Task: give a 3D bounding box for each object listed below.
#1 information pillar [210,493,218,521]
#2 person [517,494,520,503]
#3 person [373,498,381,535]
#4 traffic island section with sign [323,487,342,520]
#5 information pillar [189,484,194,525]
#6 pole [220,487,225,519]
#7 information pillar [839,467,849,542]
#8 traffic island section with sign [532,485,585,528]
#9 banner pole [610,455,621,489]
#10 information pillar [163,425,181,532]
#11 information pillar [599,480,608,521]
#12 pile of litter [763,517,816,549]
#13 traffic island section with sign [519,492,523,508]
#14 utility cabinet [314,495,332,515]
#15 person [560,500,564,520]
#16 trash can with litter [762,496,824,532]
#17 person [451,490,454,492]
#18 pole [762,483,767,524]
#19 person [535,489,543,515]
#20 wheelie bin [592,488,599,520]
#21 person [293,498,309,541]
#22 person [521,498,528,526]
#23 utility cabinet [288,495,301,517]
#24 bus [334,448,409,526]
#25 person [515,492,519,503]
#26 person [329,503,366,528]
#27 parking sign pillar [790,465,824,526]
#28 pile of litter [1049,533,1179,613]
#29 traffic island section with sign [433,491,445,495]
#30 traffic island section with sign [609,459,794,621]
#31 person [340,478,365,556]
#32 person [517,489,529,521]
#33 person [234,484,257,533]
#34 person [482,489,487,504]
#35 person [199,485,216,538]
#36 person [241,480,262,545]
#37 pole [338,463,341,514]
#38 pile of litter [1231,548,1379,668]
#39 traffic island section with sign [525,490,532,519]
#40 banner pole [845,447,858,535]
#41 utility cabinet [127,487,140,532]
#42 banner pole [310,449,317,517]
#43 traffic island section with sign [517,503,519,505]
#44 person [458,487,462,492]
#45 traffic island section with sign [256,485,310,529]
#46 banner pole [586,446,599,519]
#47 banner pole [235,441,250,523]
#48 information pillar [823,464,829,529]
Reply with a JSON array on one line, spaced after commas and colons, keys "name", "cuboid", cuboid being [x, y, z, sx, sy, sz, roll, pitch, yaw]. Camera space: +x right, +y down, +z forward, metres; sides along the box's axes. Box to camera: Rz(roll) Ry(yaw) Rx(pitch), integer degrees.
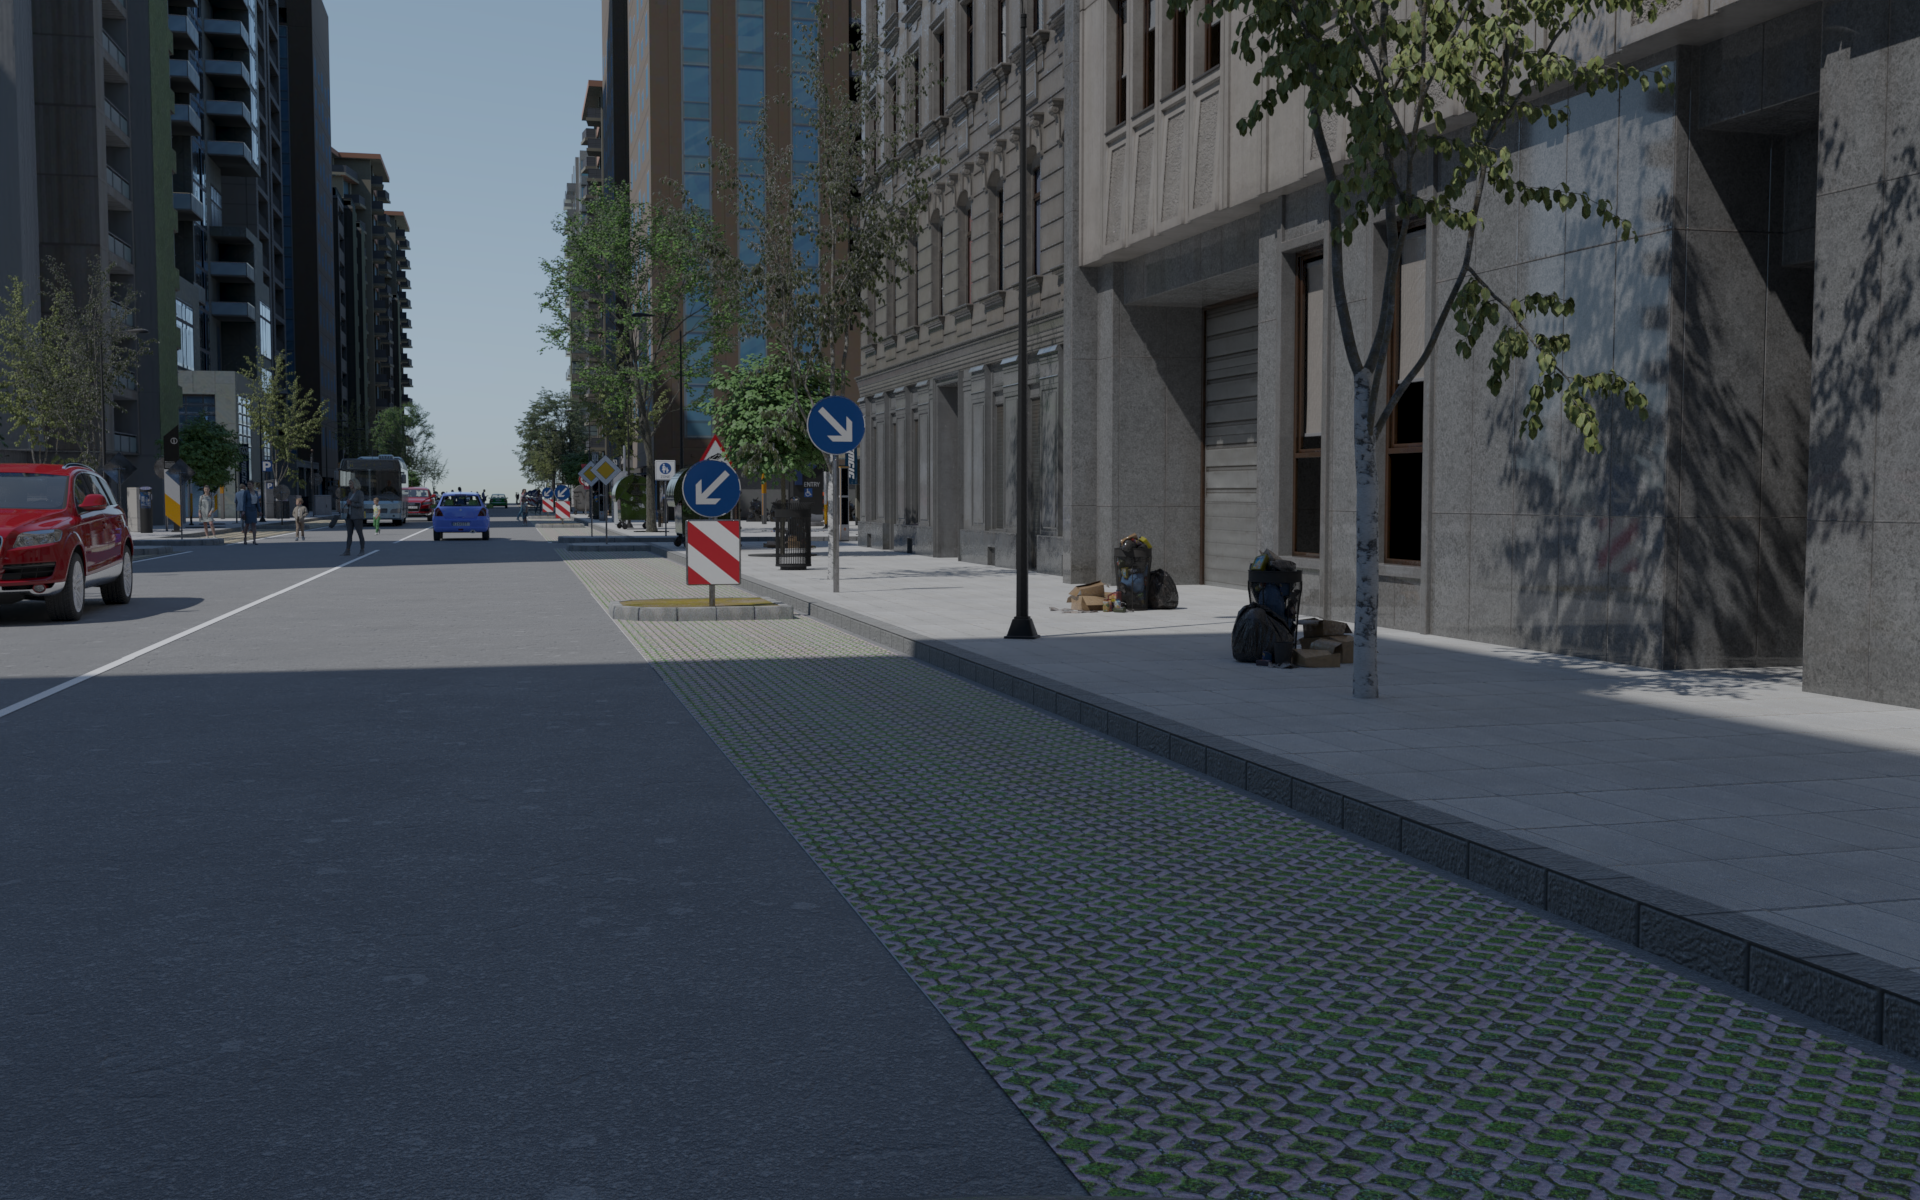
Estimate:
[{"name": "information pillar", "cuboid": [-35.899, -5.608, 83.038, 0.504, 3.616, 0.183, -3, 5, -44]}, {"name": "person", "cuboid": [-70.988, -16.444, 278.279, 0.530, 1.710, 0.541, -3, 5, -43]}, {"name": "person", "cuboid": [-20.395, -2.927, 60.611, 0.306, 1.304, 0.590, 0, 4, 2]}, {"name": "traffic island section with sign", "cuboid": [-34.741, -5.431, 97.418, 1.989, 1.847, 2.006, -1, 4, -15]}, {"name": "information pillar", "cuboid": [-31.582, -4.876, 71.078, 0.183, 3.616, 0.504, -2, 4, -29]}, {"name": "pole", "cuboid": [-37.646, -5.780, 88.347, 0.158, 3.312, 0.155, 0, 3, 0]}, {"name": "information pillar", "cuboid": [-3.199, -2.584, 46.734, 0.304, 2.012, 0.304, -3, 5, -42]}, {"name": "traffic island section with sign", "cuboid": [-17.038, -3.978, 73.668, 1.989, 1.847, 2.006, -1, 4, -15]}, {"name": "banner pole", "cuboid": [-20.753, -7.017, 104.742, 0.863, 3.779, 0.401, -1, 4, -11]}, {"name": "information pillar", "cuboid": [-26.470, -4.090, 58.228, 0.504, 3.616, 0.183, -1, 4, -22]}, {"name": "information pillar", "cuboid": [-17.142, -4.815, 83.219, 0.304, 2.012, 0.304, 2, 4, 24]}, {"name": "pile of litter", "cuboid": [-4.064, -1.672, 41.303, 1.176, 0.858, 1.719, -1, 4, -20]}, {"name": "traffic island section with sign", "cuboid": [-36.563, -8.549, 148.402, 1.989, 1.847, 2.006, -1, 4, -15]}, {"name": "utility cabinet", "cuboid": [-38.928, -5.786, 105.766, 1.020, 1.237, 0.306, -3, 5, -44]}, {"name": "person", "cuboid": [-21.805, -4.998, 94.885, 0.362, 1.253, 0.373, 3, 5, 41]}, {"name": "trash can with litter", "cuboid": [-5.809, -2.929, 58.945, 2.233, 1.210, 1.678, 3, 5, 42]}, {"name": "person", "cuboid": [-44.298, -8.735, 151.313, 0.705, 1.824, 1.348, -2, 4, -28]}, {"name": "pole", "cuboid": [-8.293, -4.859, 73.291, 0.158, 3.312, 0.155, 0, 3, 0]}, {"name": "person", "cuboid": [-28.387, -6.575, 116.599, 0.593, 1.750, 0.643, -3, 4, -36]}, {"name": "wheelie bin", "cuboid": [-18.174, -4.855, 87.285, 0.693, 1.594, 0.980, -1, 4, -10]}, {"name": "person", "cuboid": [-20.273, -2.476, 53.249, 0.475, 1.303, 0.640, -1, 4, -11]}, {"name": "person", "cuboid": [-19.734, -3.997, 78.538, 0.352, 1.250, 0.332, 0, 4, 8]}, {"name": "utility cabinet", "cuboid": [-36.520, -5.136, 95.132, 1.020, 1.237, 0.306, 3, 5, 44]}, {"name": "bus", "cuboid": [-27.244, -5.257, 80.818, 2.948, 3.499, 13.247, -1, 4, -16]}, {"name": "person", "cuboid": [-68.140, -15.727, 266.454, 0.721, 1.723, 1.217, 1, 4, 11]}, {"name": "person", "cuboid": [-25.773, -3.922, 72.841, 1.509, 1.804, 0.699, -2, 4, -27]}, {"name": "parking sign pillar", "cuboid": [-6.140, -4.929, 69.061, 1.447, 3.967, 1.447, -2, 4, -29]}, {"name": "pile of litter", "cuboid": [1.722, -0.325, 19.272, 1.719, 0.858, 1.176, -2, 4, -23]}, {"name": "traffic island section with sign", "cuboid": [-68.283, -13.287, 225.873, 1.989, 1.847, 2.006, -1, 4, -15]}, {"name": "traffic island section with sign", "cuboid": [-3.100, -0.716, 20.337, 1.989, 1.847, 2.006, -1, 4, -15]}, {"name": "person", "cuboid": [-14.099, -1.933, 40.286, 0.537, 1.800, 0.526, 3, 5, 40]}, {"name": "person", "cuboid": [-23.376, -5.088, 92.529, 0.643, 1.720, 0.563, -1, 4, -8]}, {"name": "person", "cuboid": [-26.136, -3.340, 63.292, 0.721, 1.800, 0.419, 0, 4, 3]}, {"name": "person", "cuboid": [-39.437, -8.290, 143.901, 0.599, 1.838, 0.709, -1, 4, -13]}, {"name": "person", "cuboid": [-23.361, -2.707, 53.767, 0.512, 1.701, 0.522, -1, 4, -14]}, {"name": "person", "cuboid": [-20.048, -2.473, 48.965, 0.581, 1.822, 0.654, -3, 4, -37]}, {"name": "pole", "cuboid": [-40.461, -7.288, 112.998, 0.158, 3.312, 0.155, 0, 3, 0]}, {"name": "pile of litter", "cuboid": [2.707, 0.028, 13.511, 1.176, 0.858, 1.719, 3, 4, 37]}, {"name": "traffic island section with sign", "cuboid": [-23.979, -5.601, 100.209, 1.989, 1.847, 2.006, -1, 4, -15]}, {"name": "banner pole", "cuboid": [-3.278, -3.935, 54.354, 0.863, 3.779, 0.401, 2, 4, 29]}, {"name": "utility cabinet", "cuboid": [-27.839, -3.053, 58.600, 0.318, 1.500, 1.173, -3, 5, -39]}, {"name": "banner pole", "cuboid": [-36.185, -6.528, 96.748, 0.401, 3.779, 0.863, -1, 4, -12]}, {"name": "traffic island section with sign", "cuboid": [-43.472, -10.168, 174.871, 1.989, 1.847, 2.006, -1, 4, -15]}, {"name": "person", "cuboid": [-25.068, -4.793, 87.055, 0.721, 1.800, 0.419, -2, 4, -27]}, {"name": "traffic island section with sign", "cuboid": [-27.918, -3.835, 71.338, 1.989, 1.847, 2.006, -1, 4, -15]}, {"name": "banner pole", "cuboid": [-19.177, -6.148, 90.542, 0.863, 3.779, 0.401, 2, 4, 30]}, {"name": "banner pole", "cuboid": [-31.411, -5.238, 75.650, 0.863, 3.779, 0.401, 0, 4, 4]}, {"name": "information pillar", "cuboid": [-4.937, -4.455, 64.197, 0.183, 3.616, 0.504, 1, 4, 12]}]
